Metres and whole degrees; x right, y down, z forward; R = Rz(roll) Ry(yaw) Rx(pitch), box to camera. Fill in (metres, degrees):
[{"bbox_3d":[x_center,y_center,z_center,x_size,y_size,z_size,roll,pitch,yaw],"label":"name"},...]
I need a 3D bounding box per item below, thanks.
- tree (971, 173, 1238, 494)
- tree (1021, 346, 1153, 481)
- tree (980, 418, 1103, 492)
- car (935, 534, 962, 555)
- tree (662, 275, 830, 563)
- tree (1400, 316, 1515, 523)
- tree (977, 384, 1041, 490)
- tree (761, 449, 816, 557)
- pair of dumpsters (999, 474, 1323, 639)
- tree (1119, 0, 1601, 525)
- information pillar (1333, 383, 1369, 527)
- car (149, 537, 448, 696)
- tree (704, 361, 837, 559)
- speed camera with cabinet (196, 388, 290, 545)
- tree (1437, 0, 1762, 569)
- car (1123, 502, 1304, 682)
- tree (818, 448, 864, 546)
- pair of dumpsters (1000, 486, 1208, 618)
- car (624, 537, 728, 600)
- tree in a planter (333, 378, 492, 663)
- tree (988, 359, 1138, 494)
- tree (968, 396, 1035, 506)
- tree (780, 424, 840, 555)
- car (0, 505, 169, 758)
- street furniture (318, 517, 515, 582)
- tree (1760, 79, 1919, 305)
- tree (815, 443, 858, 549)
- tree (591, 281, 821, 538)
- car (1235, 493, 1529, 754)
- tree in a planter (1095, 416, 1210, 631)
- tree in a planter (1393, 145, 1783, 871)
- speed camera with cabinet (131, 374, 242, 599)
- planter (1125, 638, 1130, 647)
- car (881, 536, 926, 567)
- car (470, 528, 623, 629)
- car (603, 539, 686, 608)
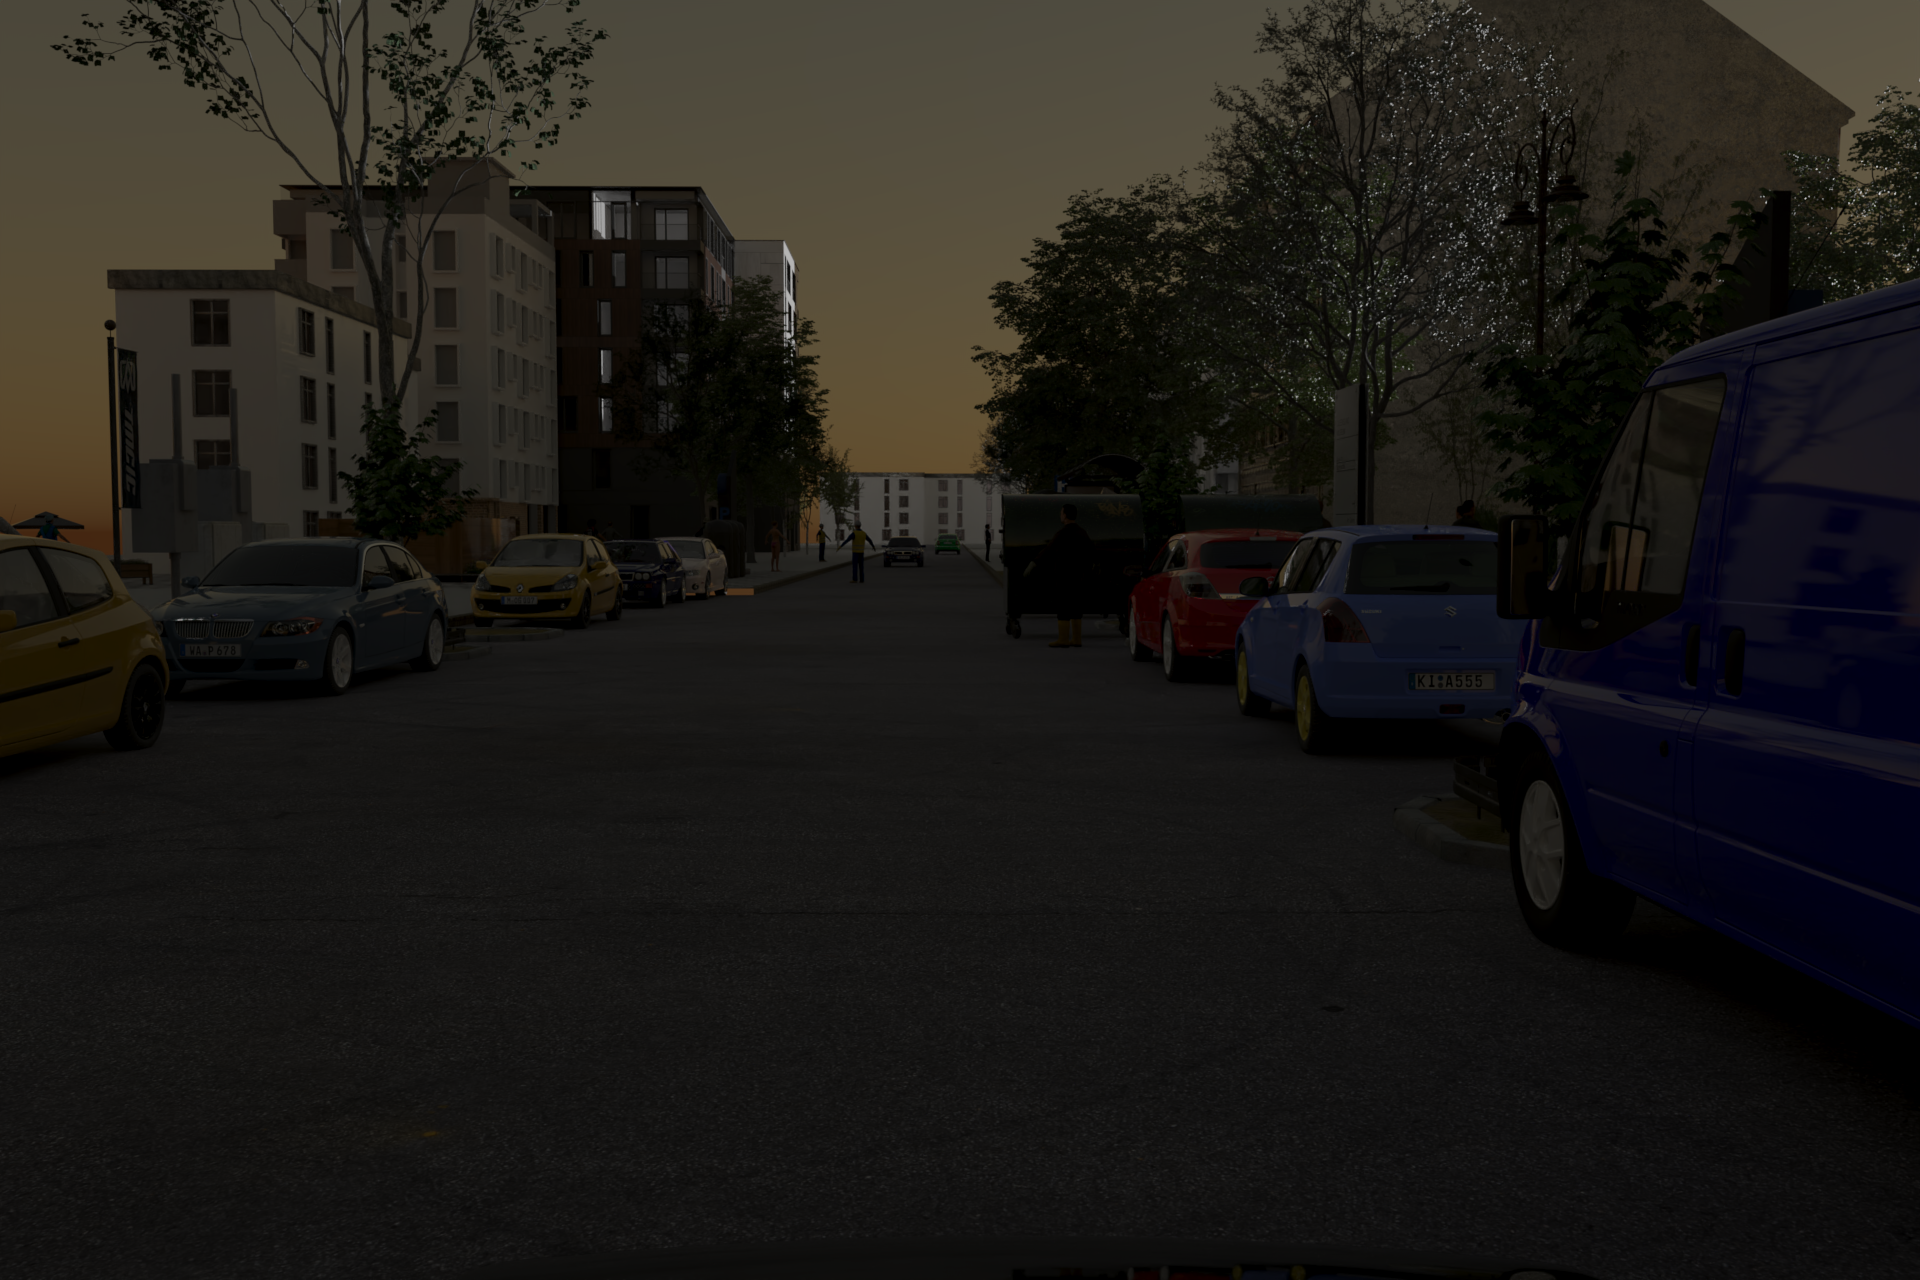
[{"bbox_3d":[5.251,-9.490,61.811,9.857,13.997,8.962,0,3,0],"label":"tree"},{"bbox_3d":[6.209,-8.798,78.264,7.601,10.594,8.767,-2,4,-34],"label":"tree"},{"bbox_3d":[4.963,-10.020,98.246,8.767,10.594,7.601,1,4,17],"label":"tree"},{"bbox_3d":[-0.855,-6.927,122.051,1.959,1.807,4.718,0,3,0],"label":"car"},{"bbox_3d":[-9.316,-9.647,75.850,7.486,12.596,7.792,0,3,0],"label":"tree"},{"bbox_3d":[16.681,-6.505,56.725,4.360,8.622,3.978,0,3,0],"label":"tree"},{"bbox_3d":[6.030,-13.169,125.679,12.009,13.543,11.850,0,3,0],"label":"tree"},{"bbox_3d":[-9.777,-8.948,96.655,4.360,8.622,3.978,0,3,0],"label":"tree"},{"bbox_3d":[2.756,-1.178,24.213,4.436,2.255,1.574,0,4,-1],"label":"pair of dumpsters"},{"bbox_3d":[8.553,-7.704,36.325,12.009,13.543,11.850,0,3,0],"label":"tree"},{"bbox_3d":[6.260,-2.232,27.801,0.184,3.620,1.656,0,4,0],"label":"information pillar"},{"bbox_3d":[-6.340,-0.297,16.851,2.014,1.417,4.499,0,3,0],"label":"car"},{"bbox_3d":[-9.780,-9.403,88.155,7.601,10.594,8.767,-2,4,-35],"label":"tree"},{"bbox_3d":[-10.068,-1.833,24.299,0.660,3.252,2.038,0,4,-1],"label":"speed camera with cabinet"},{"bbox_3d":[8.593,-4.544,24.657,4.360,8.622,3.978,0,3,0],"label":"tree"},{"bbox_3d":[2.856,-0.565,18.277,2.155,1.783,4.494,0,4,-1],"label":"car"},{"bbox_3d":[-10.137,-11.931,145.431,4.737,8.622,4.395,0,3,0],"label":"tree"},{"bbox_3d":[2.903,-1.519,29.782,4.436,2.255,1.574,0,3,0],"label":"pair of dumpsters"},{"bbox_3d":[-6.398,-1.645,39.251,2.083,1.381,4.827,0,4,0],"label":"car"},{"bbox_3d":[-6.588,-1.400,20.107,1.991,3.239,1.994,0,4,1],"label":"tree in a planter"},{"bbox_3d":[5.689,-9.473,89.292,8.767,10.594,7.601,0,4,1],"label":"tree"},{"bbox_3d":[5.801,-14.329,144.648,12.009,13.543,11.850,0,3,0],"label":"tree"},{"bbox_3d":[-9.513,-9.625,107.734,4.737,8.622,4.395,0,3,0],"label":"tree"},{"bbox_3d":[-6.242,0.005,10.148,2.015,1.641,3.980,0,4,-1],"label":"car"},{"bbox_3d":[-14.112,-2.603,49.413,9.812,1.723,11.010,0,4,3],"label":"street furniture"},{"bbox_3d":[26.434,-8.677,48.532,9.857,13.997,8.962,0,3,0],"label":"tree"},{"bbox_3d":[-9.941,-11.597,139.973,4.737,8.622,4.395,0,3,0],"label":"tree"},{"bbox_3d":[-9.286,-7.881,63.260,8.767,10.594,7.601,0,4,-7],"label":"tree"},{"bbox_3d":[3.059,-0.183,12.581,1.945,1.707,3.694,0,4,0],"label":"car"},{"bbox_3d":[3.079,-1.783,26.371,1.991,3.239,1.994,0,4,1],"label":"tree in a planter"},{"bbox_3d":[3.112,-0.659,8.004,1.991,3.239,1.994,0,3,0],"label":"tree in a planter"},{"bbox_3d":[-9.880,-1.702,22.164,0.660,3.252,2.038,0,4,-1],"label":"speed camera with cabinet"},{"bbox_3d":[3.130,-0.055,22.044,1.991,0.319,1.994,0,4,-1],"label":"planter"},{"bbox_3d":[-2.462,-3.885,76.096,1.945,1.354,3.894,0,4,-1],"label":"car"},{"bbox_3d":[-6.489,-1.050,27.395,2.015,1.641,3.980,0,4,0],"label":"car"},{"bbox_3d":[-6.585,-1.355,34.736,1.945,1.354,3.894,0,4,0],"label":"car"}]
